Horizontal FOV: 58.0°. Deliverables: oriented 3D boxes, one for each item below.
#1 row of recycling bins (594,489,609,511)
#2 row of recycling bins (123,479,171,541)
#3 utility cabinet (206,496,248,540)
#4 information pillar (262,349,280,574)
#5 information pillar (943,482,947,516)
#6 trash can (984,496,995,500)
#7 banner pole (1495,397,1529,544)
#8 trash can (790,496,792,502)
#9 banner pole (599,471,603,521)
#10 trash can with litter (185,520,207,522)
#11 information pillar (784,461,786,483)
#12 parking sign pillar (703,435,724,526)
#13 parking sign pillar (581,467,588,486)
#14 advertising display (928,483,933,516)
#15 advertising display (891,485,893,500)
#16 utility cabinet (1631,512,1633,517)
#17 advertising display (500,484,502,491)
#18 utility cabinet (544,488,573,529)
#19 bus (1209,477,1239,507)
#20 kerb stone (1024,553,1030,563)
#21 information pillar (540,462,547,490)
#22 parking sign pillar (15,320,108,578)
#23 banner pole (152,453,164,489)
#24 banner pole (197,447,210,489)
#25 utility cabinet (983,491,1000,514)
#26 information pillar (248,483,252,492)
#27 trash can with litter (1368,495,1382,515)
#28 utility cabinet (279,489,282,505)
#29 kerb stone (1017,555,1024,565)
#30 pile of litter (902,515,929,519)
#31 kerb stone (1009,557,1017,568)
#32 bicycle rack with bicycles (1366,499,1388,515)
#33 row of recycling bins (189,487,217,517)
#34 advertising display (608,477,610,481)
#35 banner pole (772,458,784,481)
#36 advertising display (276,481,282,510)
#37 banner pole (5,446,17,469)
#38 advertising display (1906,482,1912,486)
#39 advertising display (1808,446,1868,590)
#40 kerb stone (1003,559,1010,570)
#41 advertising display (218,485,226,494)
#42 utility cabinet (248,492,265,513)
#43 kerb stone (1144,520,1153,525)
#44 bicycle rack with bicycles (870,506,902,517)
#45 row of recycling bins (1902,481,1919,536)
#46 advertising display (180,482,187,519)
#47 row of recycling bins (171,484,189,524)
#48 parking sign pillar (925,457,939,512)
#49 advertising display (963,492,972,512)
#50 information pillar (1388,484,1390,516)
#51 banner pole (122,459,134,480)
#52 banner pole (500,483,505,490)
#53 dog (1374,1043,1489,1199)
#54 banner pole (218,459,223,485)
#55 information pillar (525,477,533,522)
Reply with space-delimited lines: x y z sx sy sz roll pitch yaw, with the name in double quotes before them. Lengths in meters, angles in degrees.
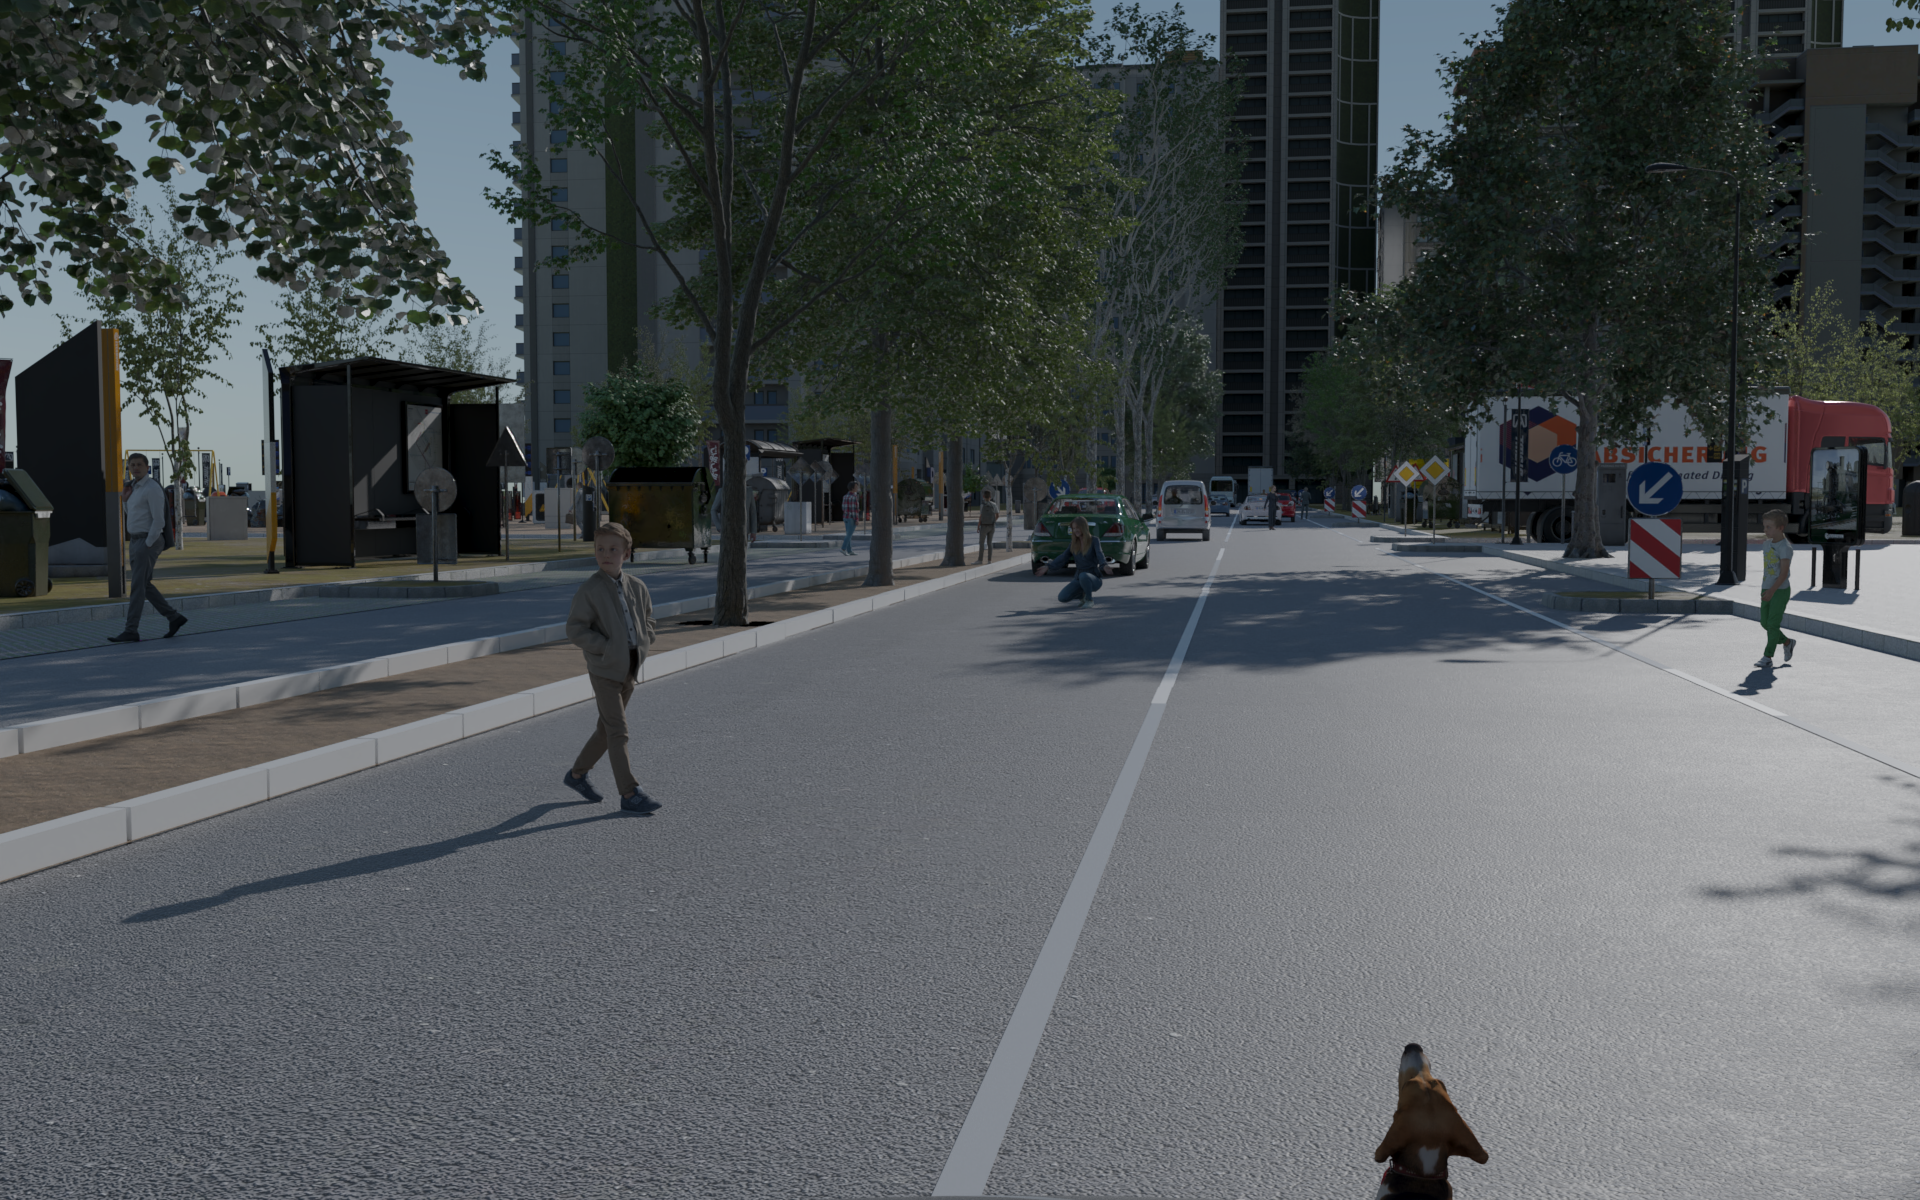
"row of recycling bins" -28.336 -7.811 134.825 3.534 1.692 1.069 1 4 20
"row of recycling bins" -22.880 -2.428 46.813 1.069 1.692 3.534 0 4 5
"utility cabinet" -20.457 -2.273 48.332 1.020 1.237 0.306 -3 5 -39
"information pillar" -11.072 -2.228 27.784 0.183 3.616 0.504 -2 4 -32
"information pillar" -0.904 -5.809 99.467 0.304 2.012 0.304 -2 4 -30
"trash can" 2.363 -7.210 129.531 0.748 1.137 0.748 0 3 0
"banner pole" 14.283 -3.346 44.727 0.863 3.779 0.401 0 4 -2
"trash can" -11.654 -6.766 122.272 0.748 1.137 0.748 0 3 0
"banner pole" -16.808 -5.572 81.115 0.401 3.779 0.863 -1 4 -20
"trash can with litter" -34.954 -4.133 78.629 1.678 1.210 2.233 1 4 18
"information pillar" -11.145 -7.227 109.519 0.183 3.616 0.504 1 4 17
"parking sign pillar" -9.691 -4.983 69.949 1.447 3.967 1.447 0 4 -6
"parking sign pillar" -21.822 -6.848 100.430 1.447 3.967 1.447 -1 4 -14
"advertising display" -1.813 -5.896 101.617 0.123 1.923 0.974 1 4 20
"advertising display" -4.742 -7.098 121.266 0.974 1.923 0.123 1 4 17
"utility cabinet" 25.635 -3.455 65.170 1.173 1.500 0.318 2 4 34
"advertising display" -28.534 -6.173 106.142 0.974 1.923 0.123 1 4 13
"utility cabinet" -14.477 -3.306 62.732 1.173 1.500 0.318 2 4 26
"bus" 28.802 -11.883 189.147 2.948 3.499 13.247 1 4 10
"kerb stone" 1.287 -0.839 35.914 0.120 0.150 1.000 1 4 9
"information pillar" -29.872 -8.122 124.145 0.504 3.616 0.183 0 4 3
"parking sign pillar" -13.984 -2.361 27.074 1.447 3.967 1.447 0 4 -1
"banner pole" -48.791 -7.065 105.528 0.863 3.779 0.401 -1 4 -9
"banner pole" -40.311 -6.256 92.305 0.401 3.779 0.863 3 5 40
"utility cabinet" 2.061 -6.362 112.695 1.173 1.500 0.318 3 5 44
"information pillar" -47.862 -6.861 116.673 0.304 2.012 0.304 -2 4 -30
"trash can with litter" 24.934 -5.724 104.648 1.678 1.210 2.233 2 4 25
"utility cabinet" -39.194 -5.591 100.087 0.318 1.500 1.173 -2 4 -34
"kerb stone" 1.115 -0.777 34.906 0.120 0.150 1.000 1 4 9
"pile of litter" -2.380 -4.660 90.162 1.176 0.858 1.719 -1 4 -20
"kerb stone" 0.949 -0.710 33.894 0.120 0.150 1.000 1 4 9
"bicycle rack with bicycles" 30.185 -6.582 120.996 2.925 0.926 2.852 0 4 0
"row of recycling bins" -42.921 -5.424 95.798 3.534 1.692 1.069 -1 4 -13
"advertising display" -11.081 -3.172 57.074 0.974 1.923 0.123 -1 4 -10
"banner pole" -9.533 -6.122 90.117 0.863 3.779 0.401 1 4 11
"advertising display" -32.861 -4.768 83.164 0.123 1.923 0.974 3 4 38
"banner pole" -48.845 -6.075 89.348 0.863 3.779 0.401 -3 5 -40
"advertising display" 49.428 -5.157 89.528 0.974 1.923 0.123 1 4 14
"advertising display" 11.921 -1.122 23.551 0.123 1.923 0.974 -1 4 -12
"kerb stone" 0.782 -0.653 32.876 0.120 0.150 1.000 1 4 9
"advertising display" -49.905 -6.840 117.043 0.974 1.923 0.123 3 5 39
"utility cabinet" -44.231 -6.148 109.204 1.173 1.500 0.318 -1 4 -10
"kerb stone" 9.042 -3.719 83.048 0.120 0.150 1.000 1 4 9
"bicycle rack with bicycles" -4.163 -5.241 99.074 2.852 0.926 2.925 3 5 41
"row of recycling bins" 31.086 -2.837 53.494 3.534 1.692 1.069 1 4 9
"advertising display" -40.267 -5.178 89.870 0.123 1.923 0.974 -1 4 -11
"row of recycling bins" -34.490 -4.014 72.737 3.534 1.692 1.069 -2 4 -28
"parking sign pillar" -2.220 -8.425 126.224 1.447 3.967 1.447 1 4 13
"advertising display" 0.383 -7.289 124.391 0.974 1.923 0.123 -2 4 -28
"information pillar" 24.678 -5.781 99.006 0.304 2.012 0.304 -3 5 -44
"banner pole" -52.056 -7.250 108.557 0.863 3.779 0.401 0 4 -3
"banner pole" -32.119 -8.002 120.850 0.863 3.779 0.401 -2 4 -35
"dog" 0.720 1.050 3.034 0.748 0.427 0.550 -2 4 -33
"banner pole" -53.239 -8.243 124.786 0.401 3.779 0.863 0 4 -4
"information pillar" -20.136 -5.471 80.798 0.504 3.616 0.183 3 4 37
